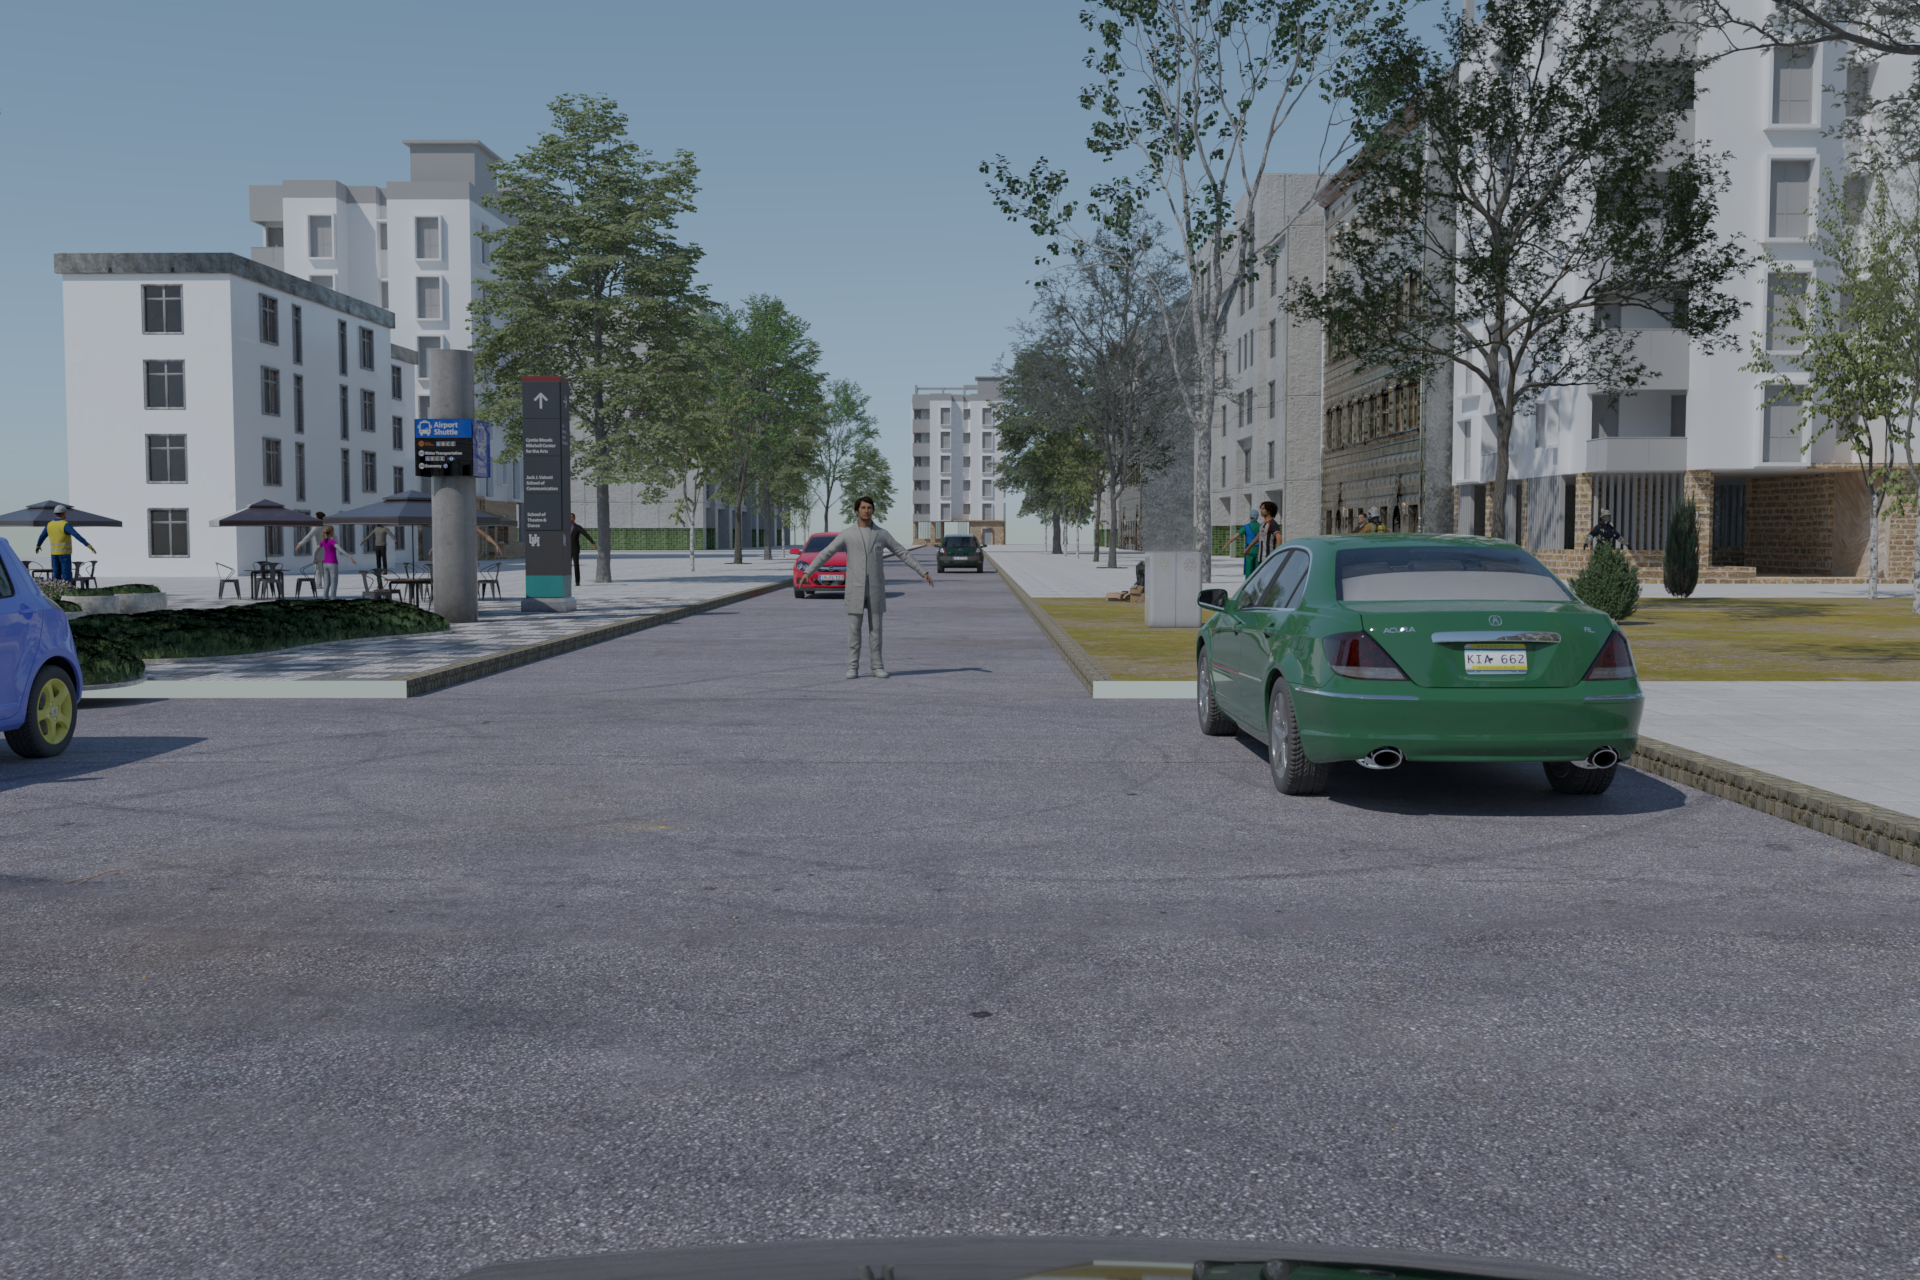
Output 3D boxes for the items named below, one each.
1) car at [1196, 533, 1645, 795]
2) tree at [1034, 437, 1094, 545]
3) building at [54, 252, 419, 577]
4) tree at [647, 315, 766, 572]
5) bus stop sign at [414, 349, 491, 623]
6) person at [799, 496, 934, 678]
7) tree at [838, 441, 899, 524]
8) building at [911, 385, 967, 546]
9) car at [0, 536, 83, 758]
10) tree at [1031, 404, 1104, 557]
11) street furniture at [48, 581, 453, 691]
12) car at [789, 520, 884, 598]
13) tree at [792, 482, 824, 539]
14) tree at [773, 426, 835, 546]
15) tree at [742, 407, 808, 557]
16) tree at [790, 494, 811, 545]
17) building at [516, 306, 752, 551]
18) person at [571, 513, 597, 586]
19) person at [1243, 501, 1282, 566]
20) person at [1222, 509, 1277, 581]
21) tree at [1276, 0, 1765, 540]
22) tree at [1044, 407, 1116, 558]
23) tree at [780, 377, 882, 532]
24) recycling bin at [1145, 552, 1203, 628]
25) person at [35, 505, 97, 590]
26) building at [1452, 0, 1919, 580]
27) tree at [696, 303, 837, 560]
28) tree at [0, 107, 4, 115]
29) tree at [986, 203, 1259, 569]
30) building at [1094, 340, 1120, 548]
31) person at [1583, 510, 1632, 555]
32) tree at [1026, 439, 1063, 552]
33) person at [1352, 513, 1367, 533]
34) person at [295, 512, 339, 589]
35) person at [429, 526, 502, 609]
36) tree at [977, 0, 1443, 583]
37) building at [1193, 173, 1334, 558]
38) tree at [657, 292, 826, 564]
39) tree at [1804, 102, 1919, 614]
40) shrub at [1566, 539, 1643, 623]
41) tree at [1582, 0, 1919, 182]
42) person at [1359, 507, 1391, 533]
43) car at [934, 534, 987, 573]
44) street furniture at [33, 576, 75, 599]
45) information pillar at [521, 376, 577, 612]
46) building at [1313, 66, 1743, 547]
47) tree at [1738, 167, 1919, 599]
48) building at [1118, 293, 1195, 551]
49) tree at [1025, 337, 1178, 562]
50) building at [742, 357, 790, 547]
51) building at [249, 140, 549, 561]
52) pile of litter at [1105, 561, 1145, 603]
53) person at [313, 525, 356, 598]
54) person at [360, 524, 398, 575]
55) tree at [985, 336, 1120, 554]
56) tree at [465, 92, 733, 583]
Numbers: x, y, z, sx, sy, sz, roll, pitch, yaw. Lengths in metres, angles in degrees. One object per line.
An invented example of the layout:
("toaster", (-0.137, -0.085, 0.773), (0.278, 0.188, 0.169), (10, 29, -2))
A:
("car", (2.650, 0.052, 10.952), (2.131, 1.459, 4.920), (0, 4, -1))
("tree", (12.945, -18.603, 210.814), (9.857, 13.997, 8.962), (0, 3, 0))
("building", (-25.949, -7.569, 65.898), (9.099, 9.664, 28.070), (0, 4, 1))
("tree", (-9.036, -6.664, 59.314), (4.737, 8.622, 4.395), (0, 3, 0))
("bus stop sign", (-7.316, -2.202, 25.027), (0.837, 3.901, 0.837), (0, 4, 2))
("person", (-0.940, -0.527, 17.260), (1.347, 1.806, 0.705), (-1, 4, -11))
("tree", (-11.206, -17.975, 212.013), (7.486, 12.596, 7.792), (0, 3, 0))
("building", (-5.677, -21.608, 212.168), (11.380, 20.090, 16.016), (0, 4, 4))
("car", (-6.642, -0.015, 9.837), (1.945, 1.707, 3.694), (0, 3, 0))
("tree", (6.221, -9.024, 97.911), (4.737, 8.622, 4.395), (0, 3, 0))
("street furniture", (-9.344, -0.196, 18.831), (5.734, 0.657, 10.072), (0, 4, 7))
("car", (-2.815, -1.893, 39.999), (2.155, 1.783, 4.494), (0, 3, 0))
("tree", (-18.412, -16.075, 213.186), (4.360, 8.622, 3.978), (0, 3, 0))
("tree", (-9.147, -9.419, 104.357), (4.360, 8.622, 3.978), (0, 3, 0))
("tree", (-9.854, -8.816, 94.509), (4.737, 8.622, 4.395), (0, 3, 0))
("tree", (-19.496, -15.688, 206.861), (4.360, 8.622, 3.978), (0, 3, 0))
("building", (-28.364, -17.340, 149.962), (16.747, 18.905, 31.486), (0, 3, 0))
("person", (-9.603, -2.240, 42.856), (1.346, 1.802, 0.704), (1, 4, 10))
("person", (5.017, -1.363, 28.436), (0.704, 1.843, 1.345), (-1, 4, -14))
("person", (6.377, -1.930, 37.674), (1.347, 1.817, 0.704), (0, 4, -6))
("tree", (8.469, -5.606, 26.078), (7.601, 10.594, 8.767), (-1, 4, -10))
("tree", (6.237, -8.577, 90.592), (4.737, 8.622, 4.395), (0, 3, 0))
("tree", (-8.754, -11.536, 114.362), (9.928, 11.665, 9.643), (0, 3, 0))
("recycling bin", (2.949, -0.697, 23.957), (0.722, 1.027, 0.722), (0, 4, 0))
("person", (-17.121, -1.657, 33.056), (1.349, 1.833, 0.705), (1, 4, 14))
("building", (21.784, -12.256, 56.803), (16.016, 20.090, 11.380), (0, 4, 0))
("tree", (-9.683, -10.201, 84.905), (7.486, 12.596, 7.792), (0, 3, 0))
("tree", (-12.221, -4.835, 13.465), (8.767, 10.594, 7.601), (-2, 4, -30))
("tree", (5.820, -9.410, 64.229), (12.009, 13.543, 11.850), (0, 3, 0))
("building", (22.355, -18.346, 166.420), (16.747, 18.905, 31.486), (0, 4, 0))
("person", (15.444, -2.181, 41.438), (1.354, 1.856, 0.705), (-1, 4, -18))
("tree", (5.837, -10.497, 121.987), (4.360, 8.622, 3.978), (0, 3, 0))
("person", (10.005, -2.265, 43.176), (0.704, 1.812, 1.346), (-2, 4, -29))
("person", (-14.977, -2.101, 40.536), (0.705, 1.806, 1.347), (2, 4, 23))
("person", (-8.447, -1.395, 29.615), (1.217, 1.733, 0.721), (-1, 4, -10))
("tree", (6.917, -11.627, 45.987), (12.611, 20.169, 13.585), (0, 3, 0))
("building", (23.119, -13.897, 93.669), (16.747, 18.905, 31.486), (0, 4, 0))
("tree", (-9.331, -9.051, 73.739), (9.928, 11.665, 9.643), (0, 3, 0))
("tree", (15.256, -4.736, 27.789), (4.360, 8.622, 3.978), (0, 3, 0))
("shrub", (9.125, -0.819, 24.504), (1.383, 1.207, 1.383), (0, 3, 0))
("tree", (9.232, -6.223, 12.119), (12.009, 13.543, 11.850), (0, 3, 0))
("person", (8.683, -1.878, 36.468), (1.354, 1.858, 0.705), (-2, 4, -24))
("car", (0.019, -3.358, 64.695), (2.009, 1.686, 4.222), (0, 4, 1))
("street furniture", (-16.759, -1.191, 26.322), (11.010, 1.723, 9.812), (-3, 5, -40))
("information pillar", (-6.835, -2.405, 28.696), (0.750, 3.857, 0.750), (0, 4, 0))
("building", (25.442, -14.538, 68.620), (19.493, 23.208, 18.063), (0, 4, 1))
("tree", (17.753, -5.104, 33.819), (4.737, 8.622, 4.395), (0, 3, 0))
("building", (22.690, -18.718, 136.960), (19.493, 23.208, 18.063), (0, 3, 0))
("tree", (6.616, -8.886, 79.692), (7.601, 10.594, 8.767), (-1, 4, -16))
("building", (-27.919, -19.323, 182.390), (16.747, 18.905, 31.486), (0, 4, 0))
("building", (-28.030, -13.954, 84.573), (16.016, 20.090, 11.380), (0, 4, 0))
("pile of litter", (3.347, -1.166, 33.034), (1.176, 0.858, 1.719), (0, 4, 0))
("person", (-10.709, -1.244, 29.600), (0.991, 1.433, 0.599), (2, 4, 28))
("person", (-18.218, -2.955, 54.450), (1.348, 1.813, 0.705), (1, 4, 16))
("tree", (6.192, -12.448, 110.176), (9.857, 13.997, 8.962), (0, 3, 0))
("tree", (-9.693, -7.797, 45.607), (7.486, 12.596, 7.792), (0, 3, 0))
